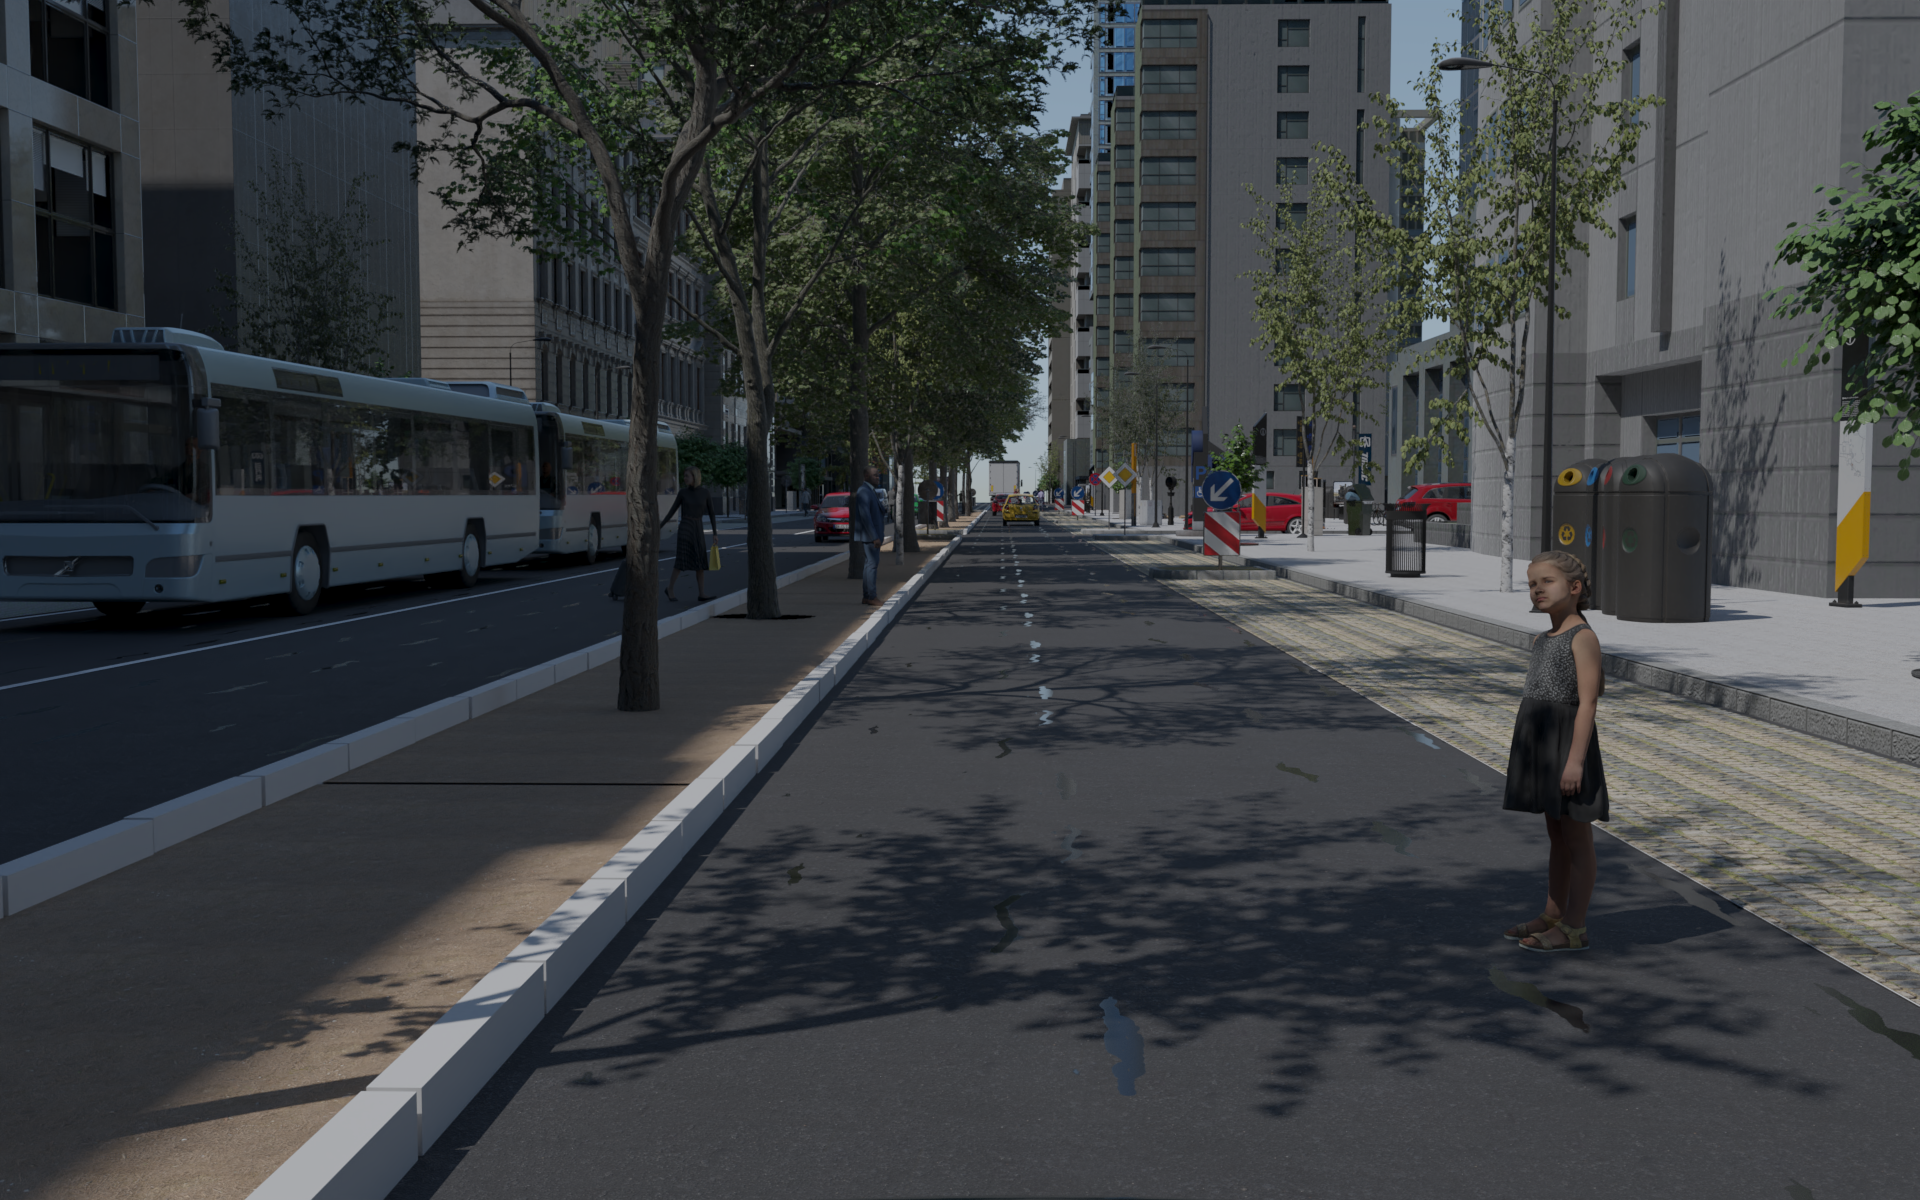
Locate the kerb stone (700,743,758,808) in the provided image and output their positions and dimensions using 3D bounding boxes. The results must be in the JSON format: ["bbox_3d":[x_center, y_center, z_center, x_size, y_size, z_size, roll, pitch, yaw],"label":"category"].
[{"bbox_3d":[-1.117,0.850,8.349,0.120,0.150,1.000,0,4,1],"label":"kerb stone"}]

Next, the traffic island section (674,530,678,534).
[{"bbox_3d":[-11.150,-2.476,62.758,2.009,0.180,2.903,0,4,1],"label":"traffic island section"}]

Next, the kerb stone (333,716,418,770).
[{"bbox_3d":[-3.191,0.782,9.415,0.120,0.150,1.000,0,4,1],"label":"kerb stone"}]

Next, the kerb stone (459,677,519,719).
[{"bbox_3d":[-3.137,0.656,11.467,0.120,0.150,1.000,0,4,1],"label":"kerb stone"}]

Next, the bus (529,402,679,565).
[{"bbox_3d":[-8.588,-2.623,37.743,2.948,3.499,13.247,0,4,1],"label":"bus"}]

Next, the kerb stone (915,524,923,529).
[{"bbox_3d":[-1.693,-3.014,71.476,0.120,0.150,1.000,0,4,1],"label":"kerb stone"}]

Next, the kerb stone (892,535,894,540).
[{"bbox_3d":[-2.149,-1.853,52.487,0.120,0.150,1.000,0,4,1],"label":"kerb stone"}]

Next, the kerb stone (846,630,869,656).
[{"bbox_3d":[-0.937,0.408,15.530,0.120,0.150,1.000,0,4,1],"label":"kerb stone"}]

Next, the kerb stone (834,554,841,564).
[{"bbox_3d":[-2.568,-0.784,35.070,0.120,0.150,1.000,0,4,1],"label":"kerb stone"}]

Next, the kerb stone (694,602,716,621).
[{"bbox_3d":[-2.943,0.155,19.671,0.120,0.150,1.000,0,4,1],"label":"kerb stone"}]

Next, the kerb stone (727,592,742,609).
[{"bbox_3d":[-2.899,0.030,21.720,0.120,0.150,1.000,0,4,1],"label":"kerb stone"}]

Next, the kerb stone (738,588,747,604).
[{"bbox_3d":[-2.868,-0.033,22.742,0.120,0.150,1.000,0,4,1],"label":"kerb stone"}]

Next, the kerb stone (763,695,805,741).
[{"bbox_3d":[-1.065,0.721,10.399,0.120,0.150,1.000,0,4,1],"label":"kerb stone"}]

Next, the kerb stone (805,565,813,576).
[{"bbox_3d":[-2.693,-0.469,29.926,0.120,0.150,1.000,0,4,1],"label":"kerb stone"}]

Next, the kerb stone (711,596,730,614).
[{"bbox_3d":[-2.915,0.092,20.696,0.120,0.150,1.000,0,4,1],"label":"kerb stone"}]

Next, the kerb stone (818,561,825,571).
[{"bbox_3d":[-2.645,-0.587,31.984,0.120,0.150,1.000,0,4,1],"label":"kerb stone"}]

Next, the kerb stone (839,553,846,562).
[{"bbox_3d":[-2.544,-0.850,36.092,0.120,0.150,1.000,0,4,1],"label":"kerb stone"}]

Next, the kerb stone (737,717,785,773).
[{"bbox_3d":[-1.083,0.784,9.377,0.120,0.150,1.000,0,4,1],"label":"kerb stone"}]

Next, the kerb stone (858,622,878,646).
[{"bbox_3d":[-0.905,0.345,16.556,0.120,0.150,1.000,0,4,1],"label":"kerb stone"}]

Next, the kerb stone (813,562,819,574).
[{"bbox_3d":[-2.672,-0.535,30.953,0.120,0.150,1.000,0,4,1],"label":"kerb stone"}]

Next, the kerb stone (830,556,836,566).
[{"bbox_3d":[-2.596,-0.721,34.036,0.120,0.150,1.000,0,4,1],"label":"kerb stone"}]

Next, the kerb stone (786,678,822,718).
[{"bbox_3d":[-1.043,0.659,11.424,0.120,0.150,1.000,0,4,1],"label":"kerb stone"}]

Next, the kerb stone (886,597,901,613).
[{"bbox_3d":[-0.820,0.094,20.662,0.120,0.150,1.000,0,4,1],"label":"kerb stone"}]

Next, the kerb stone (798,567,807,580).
[{"bbox_3d":[-2.709,-0.410,28.897,0.120,0.150,1.000,0,4,1],"label":"kerb stone"}]

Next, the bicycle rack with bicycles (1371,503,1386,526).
[{"bbox_3d":[17.385,-3.471,70.129,2.925,0.926,2.852,-1,4,-10],"label":"bicycle rack with bicycles"}]

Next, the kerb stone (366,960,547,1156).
[{"bbox_3d":[-1.211,1.098,4.246,0.120,0.150,1.000,0,4,1],"label":"kerb stone"}]

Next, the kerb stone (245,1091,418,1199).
[{"bbox_3d":[-1.238,1.160,3.224,0.120,0.150,1.000,0,4,1],"label":"kerb stone"}]

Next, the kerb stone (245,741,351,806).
[{"bbox_3d":[-3.213,0.845,8.393,0.120,0.150,1.000,0,4,1],"label":"kerb stone"}]

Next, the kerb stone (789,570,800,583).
[{"bbox_3d":[-2.740,-0.347,27.875,0.120,0.150,1.000,0,4,1],"label":"kerb stone"}]

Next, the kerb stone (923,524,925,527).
[{"bbox_3d":[-1.665,-3.077,72.509,0.120,0.150,1.000,0,4,1],"label":"kerb stone"}]

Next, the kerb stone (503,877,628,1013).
[{"bbox_3d":[-1.187,1.035,5.268,0.120,0.150,1.000,0,4,1],"label":"kerb stone"}]

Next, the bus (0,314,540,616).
[{"bbox_3d":[-8.783,-1.733,23.197,2.948,3.499,13.247,0,4,2],"label":"bus"}]

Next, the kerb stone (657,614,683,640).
[{"bbox_3d":[-2.995,0.280,17.621,0.120,0.150,1.000,0,4,1],"label":"kerb stone"}]

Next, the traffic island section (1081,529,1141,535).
[{"bbox_3d":[5.387,-2.451,62.355,2.009,0.180,2.903,0,4,1],"label":"traffic island section"}]

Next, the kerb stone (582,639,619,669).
[{"bbox_3d":[-3.056,0.468,14.539,0.120,0.150,1.000,0,4,1],"label":"kerb stone"}]

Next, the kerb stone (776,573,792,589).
[{"bbox_3d":[-2.770,-0.284,26.838,0.120,0.150,1.000,0,4,1],"label":"kerb stone"}]

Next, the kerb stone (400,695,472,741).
[{"bbox_3d":[-3.175,0.719,10.445,0.120,0.150,1.000,0,4,1],"label":"kerb stone"}]

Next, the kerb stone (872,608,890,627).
[{"bbox_3d":[-0.870,0.219,18.618,0.120,0.150,1.000,0,4,1],"label":"kerb stone"}]

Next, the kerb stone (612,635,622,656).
[{"bbox_3d":[-3.043,0.410,15.562,0.120,0.150,1.000,0,4,1],"label":"kerb stone"}]

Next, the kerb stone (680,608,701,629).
[{"bbox_3d":[-2.965,0.223,18.647,0.120,0.150,1.000,0,4,1],"label":"kerb stone"}]

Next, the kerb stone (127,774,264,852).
[{"bbox_3d":[-3.242,0.907,7.364,0.120,0.150,1.000,0,4,1],"label":"kerb stone"}]

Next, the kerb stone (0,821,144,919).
[{"bbox_3d":[-3.256,0.973,6.339,0.120,0.150,1.000,0,4,1],"label":"kerb stone"}]

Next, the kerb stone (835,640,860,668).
[{"bbox_3d":[-0.959,0.471,14.501,0.120,0.150,1.000,0,4,1],"label":"kerb stone"}]

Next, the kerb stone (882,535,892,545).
[{"bbox_3d":[-2.174,-1.790,51.463,0.120,0.150,1.000,0,4,1],"label":"kerb stone"}]

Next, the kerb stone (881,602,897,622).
[{"bbox_3d":[-0.835,0.160,19.640,0.120,0.150,1.000,0,4,1],"label":"kerb stone"}]

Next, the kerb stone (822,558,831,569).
[{"bbox_3d":[-2.620,-0.662,33.014,0.120,0.150,1.000,0,4,1],"label":"kerb stone"}]

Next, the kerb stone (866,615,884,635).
[{"bbox_3d":[-0.889,0.289,17.581,0.120,0.150,1.000,0,4,1],"label":"kerb stone"}]

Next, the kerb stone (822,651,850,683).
[{"bbox_3d":[-0.981,0.534,13.472,0.120,0.150,1.000,0,4,1],"label":"kerb stone"}]

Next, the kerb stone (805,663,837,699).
[{"bbox_3d":[-1.014,0.596,12.447,0.120,0.150,1.000,0,4,1],"label":"kerb stone"}]

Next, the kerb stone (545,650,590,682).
[{"bbox_3d":[-3.089,0.531,13.518,0.120,0.150,1.000,0,4,1],"label":"kerb stone"}]

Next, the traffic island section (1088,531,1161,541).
[{"bbox_3d":[5.194,-1.963,54.373,2.009,0.180,2.903,0,4,1],"label":"traffic island section"}]

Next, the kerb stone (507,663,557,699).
[{"bbox_3d":[-3.114,0.594,12.489,0.120,0.150,1.000,0,4,1],"label":"kerb stone"}]

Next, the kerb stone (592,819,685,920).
[{"bbox_3d":[-1.162,0.973,6.292,0.120,0.150,1.000,0,4,1],"label":"kerb stone"}]

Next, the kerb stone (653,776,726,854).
[{"bbox_3d":[-1.141,0.910,7.317,0.120,0.150,1.000,0,4,1],"label":"kerb stone"}]

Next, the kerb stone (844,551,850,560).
[{"bbox_3d":[-2.518,-0.912,37.114,0.120,0.150,1.000,0,4,1],"label":"kerb stone"}]
